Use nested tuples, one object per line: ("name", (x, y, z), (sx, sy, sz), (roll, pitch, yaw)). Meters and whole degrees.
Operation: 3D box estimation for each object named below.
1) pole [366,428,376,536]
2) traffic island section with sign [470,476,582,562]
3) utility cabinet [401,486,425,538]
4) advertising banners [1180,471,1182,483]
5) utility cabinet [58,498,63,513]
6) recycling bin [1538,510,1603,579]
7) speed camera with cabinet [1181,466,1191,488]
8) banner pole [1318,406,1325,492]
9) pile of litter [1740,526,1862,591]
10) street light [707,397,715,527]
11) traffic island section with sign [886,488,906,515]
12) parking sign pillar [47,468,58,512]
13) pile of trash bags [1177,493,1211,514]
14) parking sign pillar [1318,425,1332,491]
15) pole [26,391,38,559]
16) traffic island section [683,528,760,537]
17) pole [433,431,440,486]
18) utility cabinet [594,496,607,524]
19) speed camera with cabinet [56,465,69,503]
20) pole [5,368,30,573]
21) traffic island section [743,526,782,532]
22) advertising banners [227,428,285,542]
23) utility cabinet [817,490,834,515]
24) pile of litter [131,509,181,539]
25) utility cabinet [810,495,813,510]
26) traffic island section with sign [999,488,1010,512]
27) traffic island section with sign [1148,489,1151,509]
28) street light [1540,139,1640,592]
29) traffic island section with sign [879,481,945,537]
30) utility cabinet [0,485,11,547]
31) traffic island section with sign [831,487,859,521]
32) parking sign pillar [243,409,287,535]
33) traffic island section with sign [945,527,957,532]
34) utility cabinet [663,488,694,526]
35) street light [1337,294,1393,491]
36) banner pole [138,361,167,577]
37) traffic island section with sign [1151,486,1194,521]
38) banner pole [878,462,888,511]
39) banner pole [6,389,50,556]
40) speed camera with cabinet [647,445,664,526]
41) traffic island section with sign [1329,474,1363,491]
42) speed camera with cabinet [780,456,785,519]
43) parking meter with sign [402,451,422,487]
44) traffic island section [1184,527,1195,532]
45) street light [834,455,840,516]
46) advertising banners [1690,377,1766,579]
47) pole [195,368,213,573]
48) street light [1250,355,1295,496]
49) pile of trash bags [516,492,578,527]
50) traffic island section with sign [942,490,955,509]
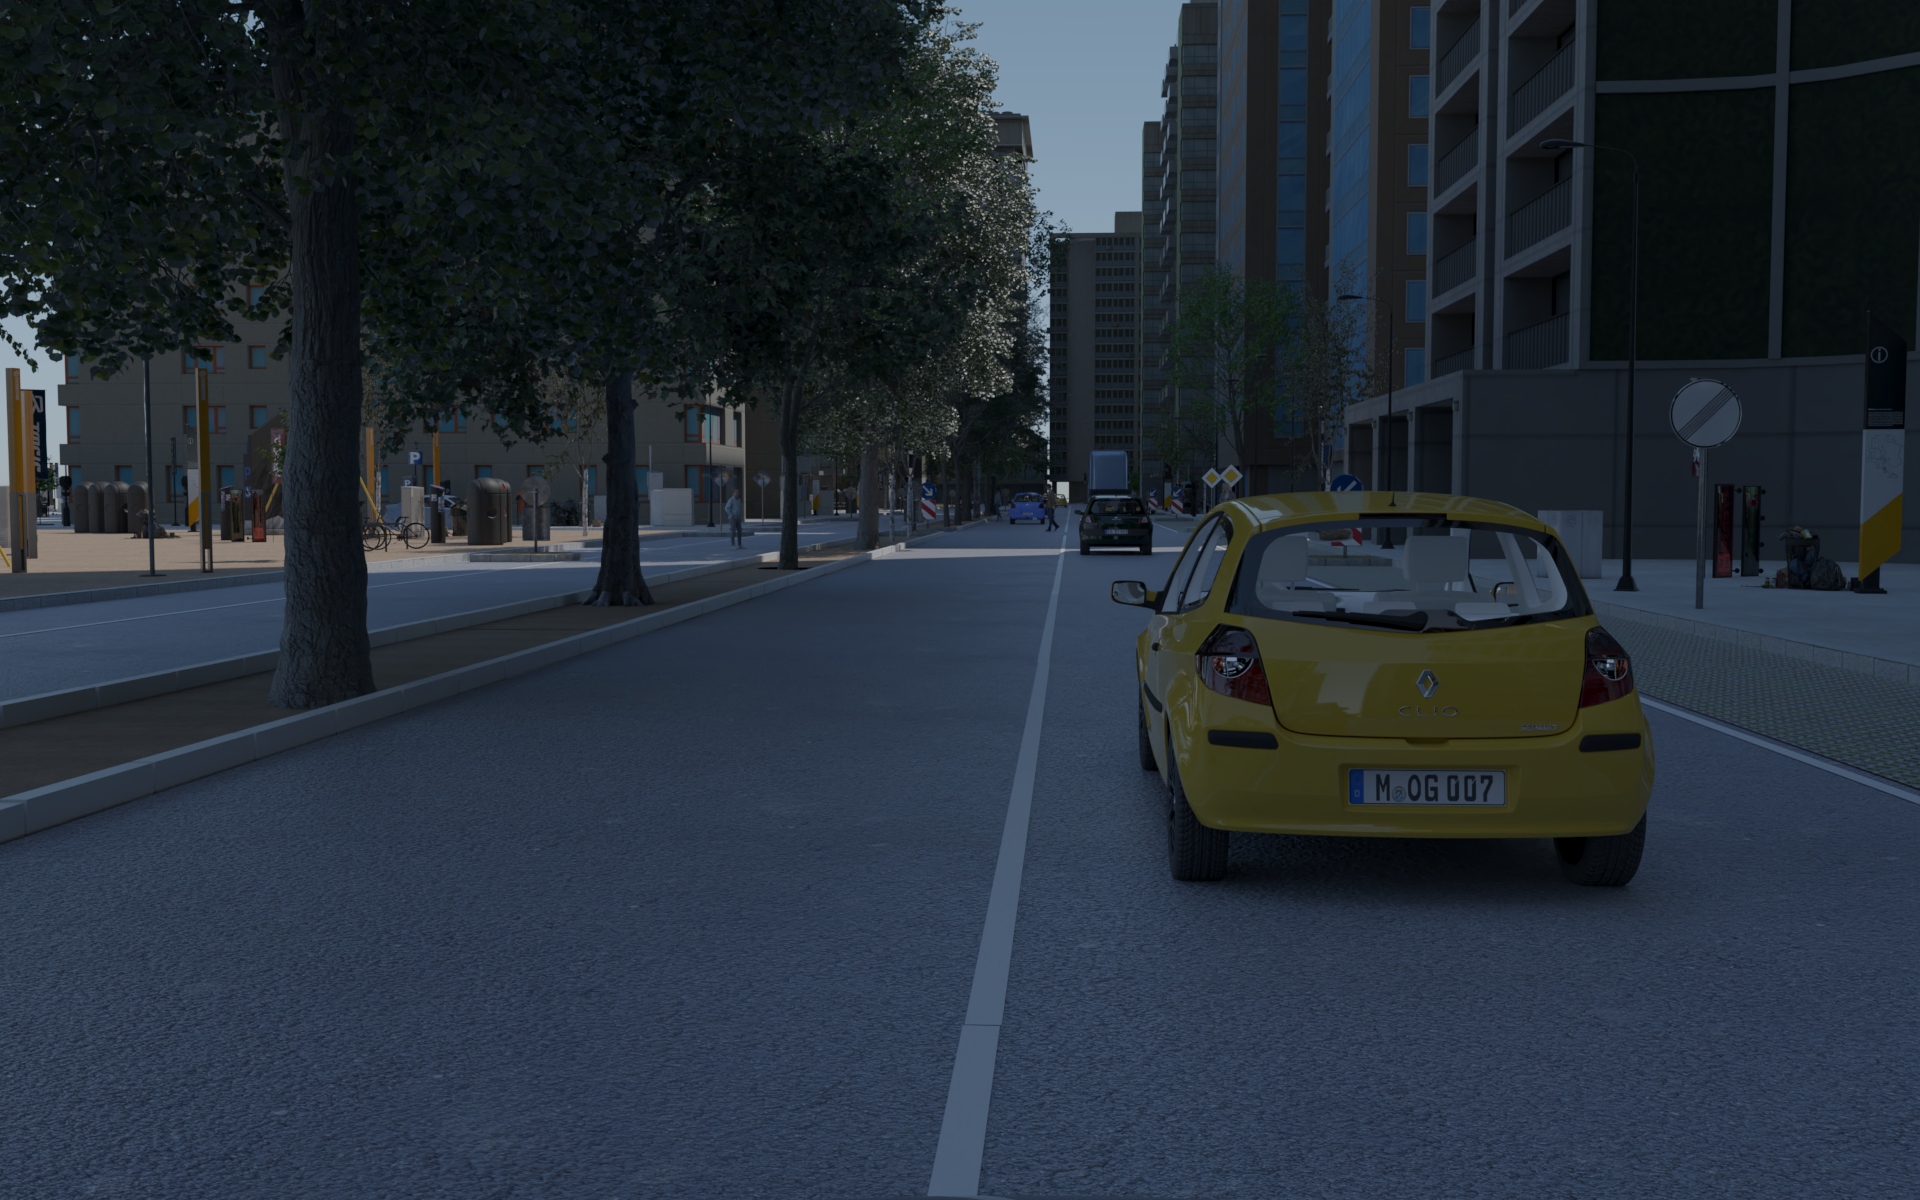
("pole", (-18.148, -3.639, 53.340), (0.158, 3.312, 0.155), (0, 3, 0))
("traffic island section with sign", (-9.262, -1.753, 37.291), (1.989, 1.847, 2.006), (0, 4, 4))
("utility cabinet", (-15.819, -2.535, 50.132), (0.318, 1.500, 1.173), (0, 4, 0))
("advertising banners", (16.645, -8.144, 129.350), (0.090, 3.025, 2.074), (1, 4, 21))
("utility cabinet", (-62.371, -6.672, 120.243), (0.306, 1.237, 1.020), (-3, 5, -40))
("recycling bin", (9.314, -0.851, 26.467), (0.722, 1.027, 0.722), (-1, 4, -10))
("speed camera with cabinet", (16.063, -7.934, 124.060), (0.660, 3.252, 2.038), (0, 4, -3))
("banner pole", (10.268, -3.623, 49.247), (0.401, 3.779, 0.863), (0, 4, 1))
("pile of litter", (11.515, -0.584, 23.506), (1.176, 0.858, 1.719), (-1, 4, -22))
("street light", (-9.111, -5.773, 66.936), (1.470, 5.913, 1.316), (0, 4, 4))
("traffic island section with sign", (-3.981, -6.729, 118.654), (1.989, 1.847, 2.006), (0, 4, 4))
("parking sign pillar", (-66.190, -8.372, 125.347), (1.447, 3.967, 1.447), (0, 4, 0))
("pile of trash bags", (15.026, -6.282, 112.470), (1.912, 1.369, 3.447), (-1, 4, -22))
("parking sign pillar", (14.437, -4.899, 68.567), (1.447, 3.967, 1.447), (1, 4, 17))
("pole", (-18.409, -2.472, 34.254), (0.158, 3.312, 0.155), (0, 3, 0))
("traffic island section", (-8.172, -2.253, 59.117), (2.009, 0.180, 2.903), (0, 4, 4))
("pole", (-16.786, -3.774, 55.552), (0.158, 3.312, 0.155), (0, 3, 0))
("utility cabinet", (-14.556, -3.684, 71.396), (1.020, 1.237, 0.306), (0, 4, -7))
("speed camera with cabinet", (-45.939, -5.865, 90.230), (0.660, 3.252, 2.038), (3, 4, 38))
("pole", (-15.299, -2.093, 28.072), (0.158, 3.312, 0.155), (0, 3, 0))
("traffic island section", (-7.655, -2.740, 67.086), (2.009, 0.180, 2.903), (0, 4, 4))
("advertising banners", (-18.699, -3.051, 46.074), (2.074, 3.025, 0.090), (2, 4, 23))
("utility cabinet", (-8.083, -5.778, 103.157), (1.173, 1.500, 0.318), (2, 4, 28))
("pile of litter", (-23.329, -2.210, 50.095), (1.719, 0.858, 1.176), (2, 4, 30))
("utility cabinet", (-11.667, -7.906, 140.420), (1.020, 1.237, 0.306), (1, 4, 10))
("traffic island section with sign", (3.677, -8.145, 141.304), (2.006, 1.907, 1.989), (0, 4, 4))
("traffic island section with sign", (12.980, -6.683, 117.891), (1.989, 1.847, 2.006), (0, 4, 4))
("street light", (8.293, -3.075, 22.812), (1.470, 5.913, 1.316), (0, 4, 4))
("traffic island section with sign", (-1.668, -3.107, 58.931), (2.006, 1.907, 1.989), (0, 4, 4))
("utility cabinet", (-23.107, -2.016, 41.636), (1.173, 1.500, 0.318), (2, 4, 32))
("traffic island section with sign", (-5.739, -5.076, 91.617), (1.989, 1.847, 2.006), (0, 4, 4))
("parking sign pillar", (-21.748, -4.024, 54.257), (1.447, 3.967, 1.447), (2, 4, 33))
("traffic island section with sign", (-1.178, -3.559, 66.322), (2.006, 1.907, 1.989), (0, 4, 4))
("utility cabinet", (-11.091, -3.649, 68.347), (1.173, 1.500, 0.318), (1, 4, 12))
("street light", (9.476, -4.151, 40.413), (1.470, 5.913, 1.316), (0, 4, 4))
("banner pole", (-12.729, -2.271, 27.153), (0.401, 3.779, 0.863), (-2, 4, -29))
("traffic island section with sign", (11.240, -5.038, 90.992), (1.989, 1.847, 2.006), (0, 4, 4))
("banner pole", (-6.018, -8.811, 134.071), (0.863, 3.779, 0.401), (0, 4, 1))
("banner pole", (-19.579, -2.832, 36.324), (0.863, 3.779, 0.401), (-2, 4, -31))
("speed camera with cabinet", (-12.212, -4.622, 69.908), (0.660, 3.252, 2.038), (-1, 4, -16))
("traffic island section with sign", (7.604, -1.621, 35.128), (1.989, 1.847, 2.006), (0, 4, 4))
("speed camera with cabinet", (-8.867, -5.751, 88.364), (0.660, 3.252, 2.038), (0, 4, -5))
("parking meter with sign", (-22.194, -4.499, 69.816), (0.543, 3.016, 1.738), (0, 4, 0))
("traffic island section", (9.600, -2.672, 65.965), (2.009, 0.180, 2.903), (0, 4, 4))
("street light", (-6.758, -7.938, 102.322), (1.470, 5.913, 1.316), (0, 4, 4))
("advertising banners", (11.699, -1.851, 26.447), (2.074, 3.025, 0.090), (-2, 4, -35))
("pole", (-12.277, -2.097, 28.131), (0.158, 3.312, 0.155), (0, 3, 0))
("street light", (10.557, -5.213, 57.775), (1.470, 5.913, 1.316), (0, 4, 4))
("pile of trash bags", (-16.745, -3.658, 69.566), (3.447, 1.369, 1.912), (3, 5, 41))
("traffic island section with sign", (-0.717, -9.802, 168.895), (1.989, 1.847, 2.006), (0, 4, 4))
